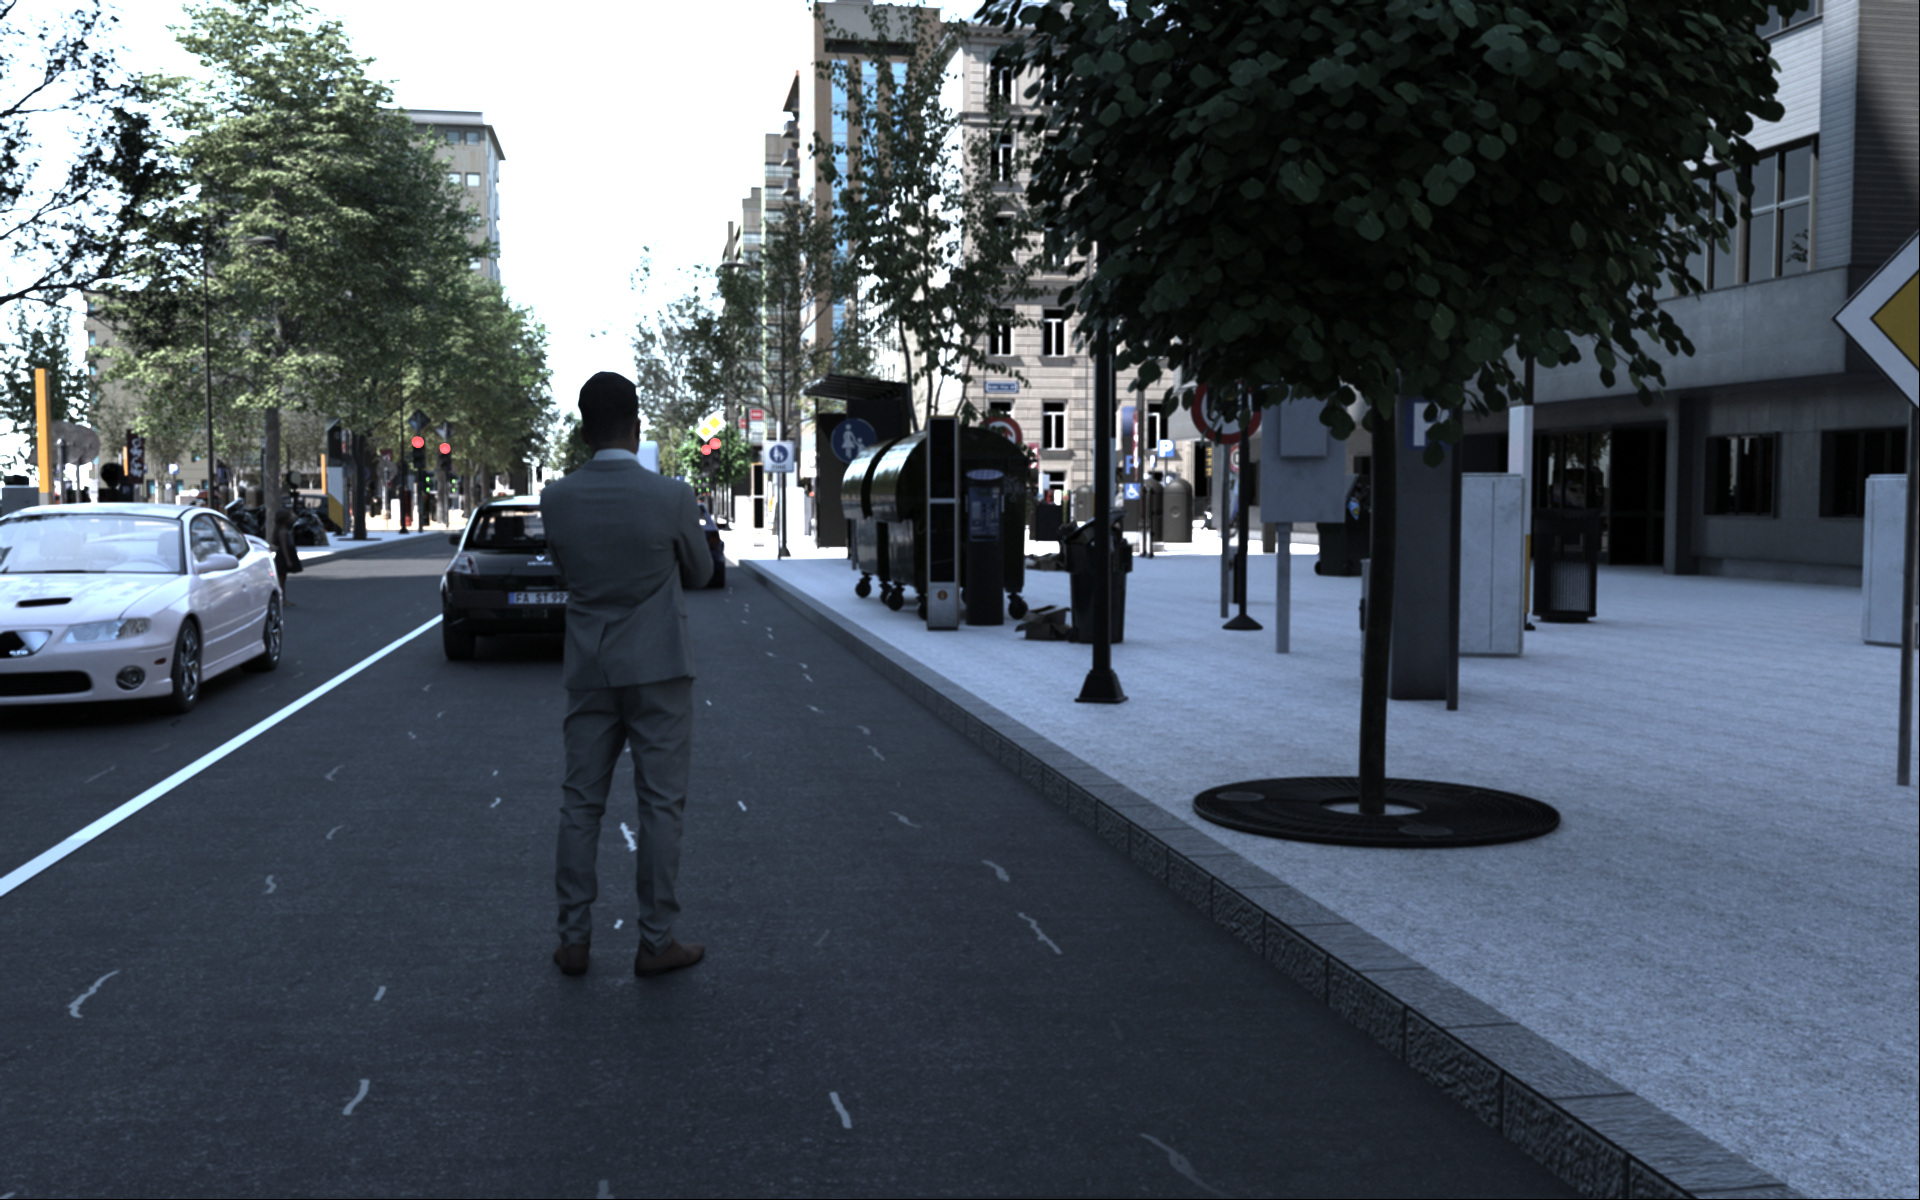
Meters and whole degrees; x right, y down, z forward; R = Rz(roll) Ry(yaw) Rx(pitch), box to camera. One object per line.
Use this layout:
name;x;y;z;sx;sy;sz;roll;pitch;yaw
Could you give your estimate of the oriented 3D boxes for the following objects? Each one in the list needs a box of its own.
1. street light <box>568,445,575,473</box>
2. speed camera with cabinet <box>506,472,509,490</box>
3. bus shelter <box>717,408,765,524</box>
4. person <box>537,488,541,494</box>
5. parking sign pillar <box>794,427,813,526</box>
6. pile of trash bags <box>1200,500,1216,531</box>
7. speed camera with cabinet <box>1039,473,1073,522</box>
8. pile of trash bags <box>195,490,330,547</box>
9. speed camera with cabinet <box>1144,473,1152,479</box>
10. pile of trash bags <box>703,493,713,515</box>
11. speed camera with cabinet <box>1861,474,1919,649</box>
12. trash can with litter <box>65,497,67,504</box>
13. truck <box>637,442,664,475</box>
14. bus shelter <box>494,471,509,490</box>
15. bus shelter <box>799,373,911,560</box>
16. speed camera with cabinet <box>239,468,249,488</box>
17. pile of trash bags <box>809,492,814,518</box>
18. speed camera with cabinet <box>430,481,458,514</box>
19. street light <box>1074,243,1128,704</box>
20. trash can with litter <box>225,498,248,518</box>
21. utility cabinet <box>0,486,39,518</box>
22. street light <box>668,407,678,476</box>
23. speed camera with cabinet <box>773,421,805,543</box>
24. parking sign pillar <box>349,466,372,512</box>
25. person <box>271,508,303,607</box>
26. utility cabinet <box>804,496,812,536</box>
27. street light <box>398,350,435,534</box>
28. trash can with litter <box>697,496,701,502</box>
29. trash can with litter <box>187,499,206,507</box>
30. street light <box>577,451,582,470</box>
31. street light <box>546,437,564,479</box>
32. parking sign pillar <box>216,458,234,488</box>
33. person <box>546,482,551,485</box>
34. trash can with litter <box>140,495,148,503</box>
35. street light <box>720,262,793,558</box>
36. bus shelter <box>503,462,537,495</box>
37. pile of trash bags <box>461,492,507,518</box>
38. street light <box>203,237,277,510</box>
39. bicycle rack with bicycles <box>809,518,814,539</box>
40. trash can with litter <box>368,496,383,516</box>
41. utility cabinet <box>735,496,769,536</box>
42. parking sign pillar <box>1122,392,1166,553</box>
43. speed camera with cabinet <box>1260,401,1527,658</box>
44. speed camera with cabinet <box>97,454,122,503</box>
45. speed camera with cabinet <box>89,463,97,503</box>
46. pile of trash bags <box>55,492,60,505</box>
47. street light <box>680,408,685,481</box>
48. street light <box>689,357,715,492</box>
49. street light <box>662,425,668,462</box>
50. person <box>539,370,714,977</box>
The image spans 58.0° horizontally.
street light;-37.410;-11.738;164.461;1.470;5.913;1.316;-1;4;-10
speed camera with cabinet;-31.528;-7.732;120.759;0.660;3.252;2.038;0;4;-5
bus shelter;-9.793;-6.190;78.831;2.179;5.291;8.768;-1;4;-10
person;-23.384;-5.343;96.405;0.362;1.759;0.519;-1;4;-19
parking sign pillar;-6.563;-4.894;68.496;1.447;3.967;1.447;0;4;-4
pile of trash bags;9.314;-3.113;60.654;1.912;1.369;3.447;1;4;16
speed camera with cabinet;4.008;-4.971;75.611;0.660;3.252;2.038;-3;5;-45
pile of trash bags;-17.018;-1.959;41.784;1.912;1.369;3.447;1;4;22
speed camera with cabinet;7.881;-4.980;75.759;0.660;3.252;2.038;1;4;20
pile of trash bags;-16.374;-6.755;120.197;1.912;1.369;3.447;1;4;20
speed camera with cabinet;8.735;-1.251;14.789;2.038;3.252;0.660;-1;4;-20
trash can with litter;-36.480;-3.728;72.013;2.233;1.210;1.678;-3;4;-37
truck;-15.444;-5.696;82.886;2.967;4.110;18.799;-1;4;-11
bus shelter;-33.803;-8.281;129.317;2.014;3.302;5.546;-1;4;-10
bus shelter;-2.274;-2.795;36.974;1.731;3.624;6.357;-1;4;-10
speed camera with cabinet;-48.740;-7.570;118.103;0.660;3.252;2.038;-2;4;-25
pile of trash bags;-8.388;-5.237;95.384;1.912;1.369;3.447;0;4;7
speed camera with cabinet;-33.150;-7.109;110.564;2.038;3.252;0.660;-2;4;-35
street light;0.345;-2.321;10.483;1.470;5.913;1.316;-1;4;-10
trash can with litter;-21.955;-2.480;51.927;1.055;1.170;0.624;-3;4;-37
utility cabinet;-25.107;-2.317;46.569;1.173;1.500;0.318;0;4;-4
street light;-14.730;-7.349;92.695;1.470;5.913;1.316;-1;4;-10
speed camera with cabinet;-4.595;-3.196;46.591;0.660;3.252;2.038;-1;4;-13
parking sign pillar;-41.894;-8.128;121.372;1.447;3.967;1.447;2;4;33
person;-8.563;-0.542;22.024;0.373;1.253;0.362;-1;4;-12
utility cabinet;-4.948;-2.575;53.266;0.306;1.237;1.020;-3;5;-41
street light;-17.427;-5.096;55.856;1.470;5.913;1.316;-1;4;-10
trash can with litter;-15.366;-5.427;100.121;1.055;1.170;0.624;0;4;-8
trash can with litter;-16.275;-1.519;36.228;1.055;1.170;0.624;1;4;14
street light;-41.895;-13.225;188.772;1.470;5.913;1.316;-1;4;-10
street light;-32.897;-10.251;140.152;1.470;5.913;1.316;-1;4;-10
parking sign pillar;-54.851;-8.628;129.543;1.447;3.967;1.447;3;5;44
person;-13.119;-2.846;55.215;0.466;1.800;0.511;-1;4;-14
trash can with litter;-55.601;-6.498;117.293;2.233;1.210;1.678;0;4;-3
street light;-4.099;-3.811;34.855;1.470;5.913;1.316;-1;4;-10
bus shelter;-29.517;-8.415;115.221;2.179;5.291;8.768;-1;4;-10
pile of trash bags;-25.668;-5.171;94.299;3.447;1.369;1.912;3;5;43
street light;-13.042;-3.599;31.389;1.470;5.913;1.316;-1;4;-10
bicycle rack with bicycles;-3.230;-2.195;49.271;2.852;0.926;2.925;2;4;34
trash can with litter;-34.561;-5.556;102.223;1.055;1.170;0.624;3;4;36
utility cabinet;-6.448;-2.602;53.705;1.020;1.237;0.306;0;4;0
parking sign pillar;3.830;-3.040;38.172;1.447;3.967;1.447;0;4;8
speed camera with cabinet;3.457;-1.196;13.894;2.038;3.252;0.660;1;4;11
speed camera with cabinet;-40.727;-5.470;83.762;0.660;3.252;2.038;0;4;1
speed camera with cabinet;-55.355;-7.135;110.986;0.660;3.252;2.038;-1;4;-17
pile of trash bags;-39.976;-4.051;75.994;1.912;1.369;3.447;-3;4;-38
street light;-10.151;-5.827;67.813;1.470;5.913;1.316;-1;4;-10
street light;-8.462;-5.275;58.790;1.470;5.913;1.316;-1;4;-10
street light;-19.122;-8.813;116.625;1.470;5.913;1.316;-1;4;-10
person;-1.009;0.207;5.296;0.511;1.800;0.466;0;4;-5
